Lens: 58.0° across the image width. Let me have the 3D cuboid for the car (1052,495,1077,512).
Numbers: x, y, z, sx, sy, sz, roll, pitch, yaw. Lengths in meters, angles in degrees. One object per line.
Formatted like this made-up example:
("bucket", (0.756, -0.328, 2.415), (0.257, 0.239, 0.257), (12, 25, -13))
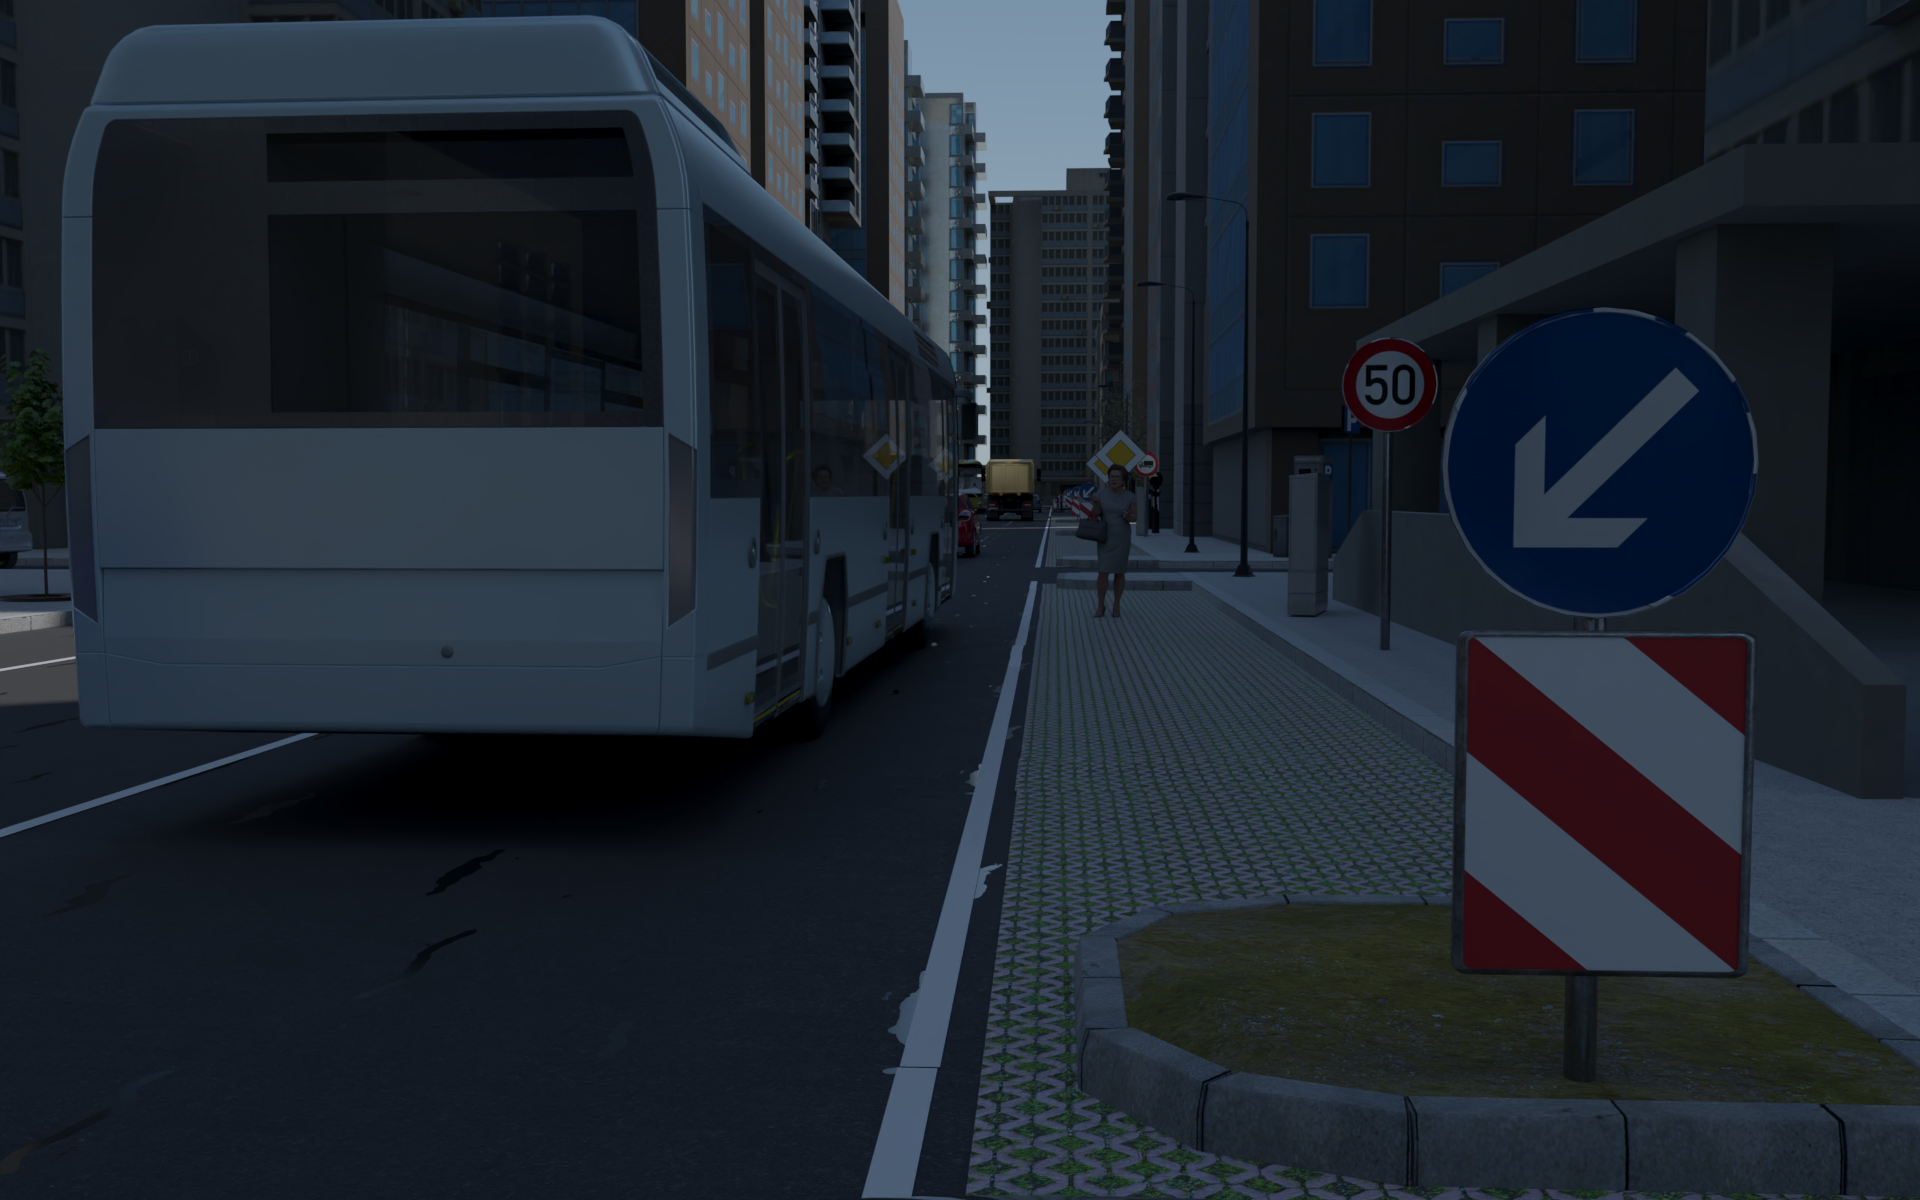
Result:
("car", (8.523, -7.849, 140.700), (2.083, 1.381, 4.827), (0, 4, 2))

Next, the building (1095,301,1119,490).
("building", (27.389, -19.835, 169.338), (27.650, 21.520, 28.899), (0, 4, 3))

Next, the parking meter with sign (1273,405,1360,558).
("parking meter with sign", (7.082, -2.349, 34.671), (1.738, 3.016, 0.543), (3, 5, 44))

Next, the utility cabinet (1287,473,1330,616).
("utility cabinet", (3.728, -0.604, 18.553), (0.318, 1.500, 1.173), (1, 4, 18))

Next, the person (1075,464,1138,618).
("person", (1.688, -0.679, 19.964), (0.716, 1.782, 0.532), (0, 4, 7))

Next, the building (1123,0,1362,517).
("building", (18.390, -28.594, 117.625), (14.600, 45.320, 14.200), (0, 4, 3))

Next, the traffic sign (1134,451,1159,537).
("traffic sign", (5.546, -3.152, 51.648), (0.768, 2.556, 0.104), (0, 4, 7))

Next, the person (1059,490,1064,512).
("person", (7.830, -7.687, 134.904), (0.721, 1.735, 1.217), (-1, 4, -14))

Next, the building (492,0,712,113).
("building", (-16.618, -27.348, 97.254), (14.600, 45.320, 14.200), (0, 4, 3))

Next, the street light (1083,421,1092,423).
("street light", (8.516, -8.395, 109.795), (1.470, 5.913, 1.316), (0, 4, 3))

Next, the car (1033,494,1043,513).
("car", (5.477, -7.480, 134.295), (2.014, 1.417, 4.499), (0, 4, 2))

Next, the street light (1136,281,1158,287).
("street light", (4.542, -3.995, 37.852), (1.470, 5.913, 1.316), (0, 4, 3))

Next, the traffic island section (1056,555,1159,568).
("traffic island section", (2.950, -0.775, 34.953), (2.009, 0.180, 2.903), (0, 4, 3))

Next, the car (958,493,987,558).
("car", (-0.458, -1.930, 40.592), (2.155, 1.783, 4.494), (0, 4, 3))

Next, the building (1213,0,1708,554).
("building", (13.700, -23.963, 41.898), (14.200, 45.320, 14.600), (0, 4, 3))

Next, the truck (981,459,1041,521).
("truck", (2.801, -6.113, 95.879), (3.469, 3.379, 9.791), (0, 4, 2))

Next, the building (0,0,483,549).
("building", (-27.254, -21.785, 48.061), (32.217, 40.220, 23.993), (0, 4, 3))

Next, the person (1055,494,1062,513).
("person", (7.478, -7.337, 131.678), (0.599, 1.433, 0.991), (-2, 4, -31))

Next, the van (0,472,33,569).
("van", (-19.104, -1.484, 31.274), (4.112, 2.044, 2.013), (0, 4, 3))

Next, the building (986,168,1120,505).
("building", (15.390, -31.629, 209.018), (23.993, 40.220, 32.217), (0, 4, 3))

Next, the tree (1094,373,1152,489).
("tree", (9.982, -9.429, 104.522), (4.360, 8.622, 3.978), (0, 3, 0))

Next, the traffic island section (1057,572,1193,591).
("traffic island section", (2.514, -0.287, 26.980), (2.009, 0.180, 2.903), (0, 4, 3))

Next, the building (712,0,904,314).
("building", (-12.264, -30.480, 148.454), (14.600, 45.320, 14.200), (0, 4, 3))

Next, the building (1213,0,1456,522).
("building", (17.511, -27.104, 93.268), (14.600, 45.320, 14.200), (0, 4, 3))

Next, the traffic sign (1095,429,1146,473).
("traffic sign", (2.490, -1.423, 26.904), (0.795, 2.450, 0.064), (0, 4, 3))

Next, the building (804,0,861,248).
("building", (-17.731, -49.678, 124.903), (22.319, 86.520, 31.000), (0, 4, 3))

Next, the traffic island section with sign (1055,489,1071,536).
("traffic island section with sign", (4.322, -3.136, 59.901), (1.989, 1.847, 2.006), (0, 4, 3))

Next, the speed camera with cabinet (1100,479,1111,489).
("speed camera with cabinet", (8.926, -6.471, 100.140), (0.660, 3.252, 2.038), (3, 5, 40))

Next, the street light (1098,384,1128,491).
("street light", (6.529, -6.174, 73.483), (1.470, 5.913, 1.316), (0, 4, 3))

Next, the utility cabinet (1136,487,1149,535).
("utility cabinet", (5.663, -2.755, 53.724), (0.318, 1.500, 1.173), (1, 4, 11))

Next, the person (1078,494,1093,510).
("person", (5.518, -4.101, 75.908), (0.716, 1.782, 0.532), (1, 4, 16))

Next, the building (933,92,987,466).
("building", (-11.998, -35.896, 206.501), (30.456, 49.044, 23.786), (0, 4, 3))

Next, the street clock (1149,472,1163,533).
("street clock", (6.391, -3.179, 56.542), (0.358, 2.002, 0.471), (-2, 4, -32))

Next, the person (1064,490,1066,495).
("person", (9.350, -8.900, 154.568), (0.434, 1.755, 0.990), (2, 4, 32))

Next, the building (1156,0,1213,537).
("building", (17.929, -31.905, 63.648), (21.231, 58.520, 28.212), (0, 4, 3))

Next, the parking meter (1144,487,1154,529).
("parking meter", (6.863, -3.338, 62.995), (0.372, 1.533, 0.369), (0, 3, 0))

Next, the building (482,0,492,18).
("building", (-17.136, -25.953, 74.440), (14.600, 45.320, 14.200), (0, 4, 3))

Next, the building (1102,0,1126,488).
("building", (22.775, -29.662, 139.602), (22.147, 44.769, 28.867), (0, 4, 3))

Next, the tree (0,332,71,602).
("tree", (-11.110, -1.603, 20.816), (1.663, 3.219, 1.824), (0, 3, 0))

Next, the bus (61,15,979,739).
("bus", (-1.747, -1.131, 13.356), (2.948, 3.499, 13.247), (0, 4, 5))

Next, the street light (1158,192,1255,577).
("street light", (3.872, -3.317, 26.779), (1.470, 5.913, 1.316), (0, 4, 3))

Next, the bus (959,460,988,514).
("bus", (0.717, -8.305, 127.334), (2.896, 3.916, 12.252), (0, 4, 3))

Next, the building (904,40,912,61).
("building", (-19.091, -33.948, 174.657), (30.456, 49.044, 23.786), (0, 4, 3))

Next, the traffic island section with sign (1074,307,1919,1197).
("traffic island section with sign", (1.300, 0.254, 4.482), (1.989, 1.847, 2.006), (0, 4, 3))

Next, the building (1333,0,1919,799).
("building", (20.247, -19.585, 12.094), (32.217, 40.220, 23.993), (0, 4, 3))

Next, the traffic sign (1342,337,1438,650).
("traffic sign", (3.501, -0.861, 14.189), (0.768, 2.556, 0.104), (0, 4, 5))

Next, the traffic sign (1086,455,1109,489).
("traffic sign", (2.926, -1.910, 34.877), (0.795, 2.450, 0.064), (0, 4, 3))
